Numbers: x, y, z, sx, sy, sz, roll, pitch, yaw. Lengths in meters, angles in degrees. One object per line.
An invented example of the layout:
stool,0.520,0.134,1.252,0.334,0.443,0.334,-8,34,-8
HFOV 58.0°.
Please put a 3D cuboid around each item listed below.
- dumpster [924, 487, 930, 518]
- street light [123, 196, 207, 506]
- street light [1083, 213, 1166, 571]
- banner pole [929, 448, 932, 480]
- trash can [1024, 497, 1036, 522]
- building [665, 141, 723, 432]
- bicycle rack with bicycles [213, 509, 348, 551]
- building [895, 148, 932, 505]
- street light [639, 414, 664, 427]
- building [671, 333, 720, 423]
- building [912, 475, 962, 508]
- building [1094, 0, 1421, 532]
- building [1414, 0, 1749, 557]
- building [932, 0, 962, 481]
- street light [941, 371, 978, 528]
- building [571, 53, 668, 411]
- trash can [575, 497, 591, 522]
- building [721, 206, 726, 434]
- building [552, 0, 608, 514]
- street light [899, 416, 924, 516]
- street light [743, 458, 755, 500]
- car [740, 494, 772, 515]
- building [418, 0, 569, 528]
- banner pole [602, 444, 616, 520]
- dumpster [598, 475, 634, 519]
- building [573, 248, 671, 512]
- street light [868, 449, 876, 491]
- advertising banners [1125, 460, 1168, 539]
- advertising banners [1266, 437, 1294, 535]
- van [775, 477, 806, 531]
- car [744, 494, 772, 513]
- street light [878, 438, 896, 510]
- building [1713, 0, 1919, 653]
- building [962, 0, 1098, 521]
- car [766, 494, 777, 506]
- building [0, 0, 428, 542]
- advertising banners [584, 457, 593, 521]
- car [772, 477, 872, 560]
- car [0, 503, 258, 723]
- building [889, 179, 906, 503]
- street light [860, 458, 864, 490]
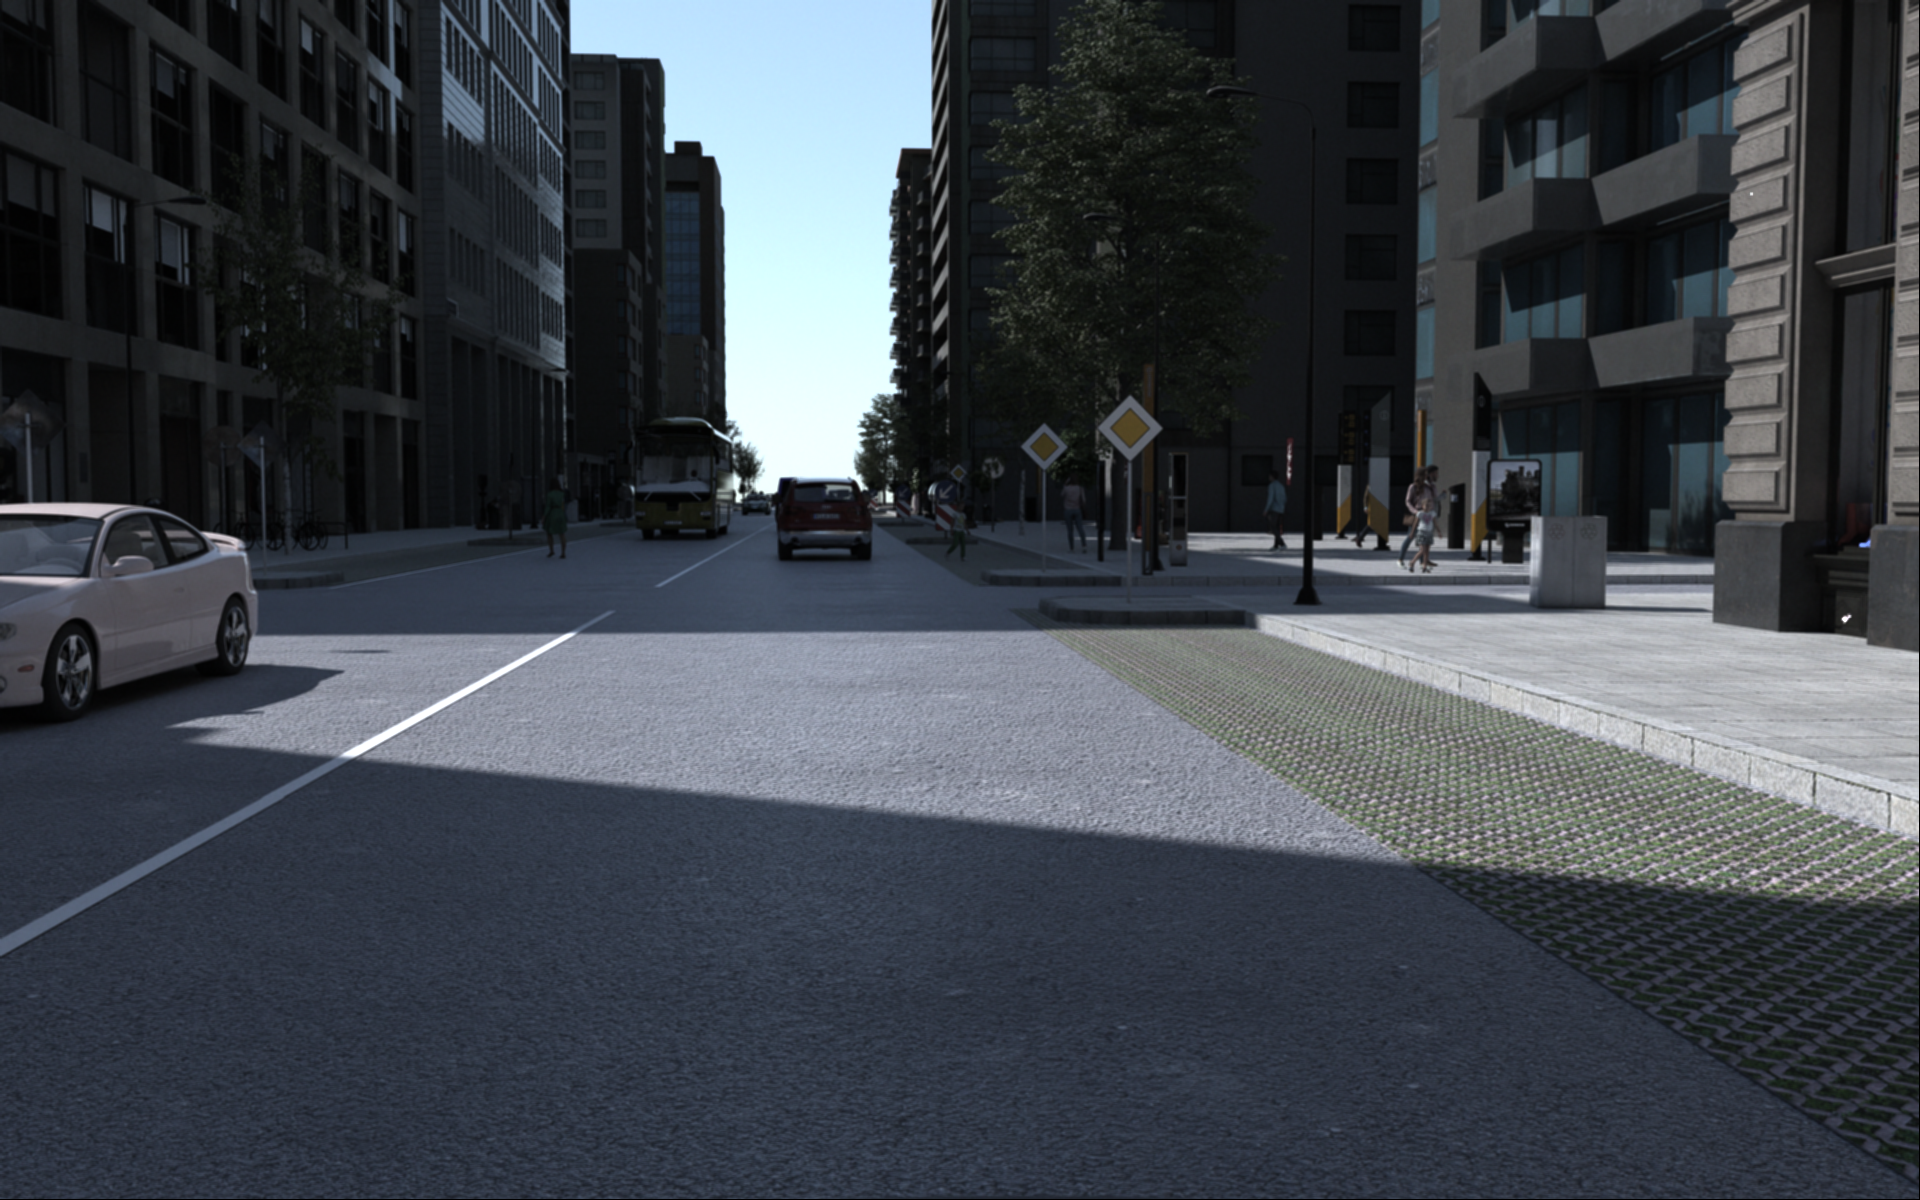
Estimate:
dumpster,-1.267,-5.297,92.362,1.264,1.857,1.865,0,4,-5
street light,-12.447,-3.338,27.124,1.470,5.913,1.316,0,4,-4
street light,2.740,-3.446,28.878,1.470,5.913,1.316,0,4,-4
banner pole,-1.604,-6.408,94.790,0.401,3.779,0.863,-1,4,-14
trash can,3.315,-4.152,79.547,0.748,1.137,0.748,0,3,0
building,-38.046,-35.072,223.542,14.600,45.320,14.200,0,4,-4
bicycle rack with bicycles,-15.535,-1.635,40.121,2.925,0.926,2.852,3,5,41
building,3.170,-34.387,216.849,22.147,44.769,28.867,0,4,-4
street light,-18.397,-8.066,104.427,1.470,5.913,1.316,0,4,-4
building,-42.781,-21.806,201.565,27.650,21.520,28.899,0,4,-4
building,11.774,-28.954,165.274,32.217,40.220,23.993,0,4,-4
building,11.871,-17.908,64.499,14.160,30.474,14.107,0,4,-4
building,27.334,-25.878,42.713,30.456,49.044,23.786,0,4,-4
building,8.953,-31.687,141.786,21.300,48.544,21.600,0,4,-4
street light,-0.027,-5.703,65.783,1.470,5.913,1.316,0,4,-4
building,-34.354,-28.980,157.411,14.154,41.232,14.086,0,4,-4
trash can,-17.460,-4.200,80.328,0.748,1.137,0.748,0,3,0
building,-39.725,-33.938,238.475,14.154,41.232,14.086,0,4,-4
building,-33.542,-41.074,109.815,20.563,71.187,20.611,0,4,-4
street light,-2.967,-8.101,104.984,1.470,5.913,1.316,0,4,-4
street light,-27.402,-15.336,223.283,1.470,5.913,1.316,0,4,-4
car,-14.037,-6.578,119.340,2.131,1.459,4.920,0,4,-4
building,-25.608,-18.396,78.273,11.434,29.767,29.804,0,4,-4
banner pole,-17.578,-5.920,86.806,0.863,3.779,0.401,1,4,19
dumpster,-17.851,-5.317,89.426,1.502,2.255,1.985,0,4,-4
building,-38.214,-17.782,135.775,27.650,21.520,28.899,0,4,-4
street light,-9.351,-13.195,188.278,1.470,5.913,1.316,0,4,-4
advertising banners,5.157,-3.236,49.089,2.074,3.025,0.090,-3,5,-39
advertising banners,9.990,-3.540,54.069,0.090,3.025,2.074,-1,4,-11
van,-5.905,-3.724,65.279,2.240,2.365,5.245,0,4,-4
car,-15.599,-7.470,133.929,2.131,1.459,4.920,0,4,-3
street light,-5.945,-10.402,142.617,1.470,5.913,1.316,0,4,-4
building,12.988,-10.939,7.736,11.050,23.489,19.941,0,4,-4
building,6.944,-24.757,88.379,14.154,41.232,14.086,0,4,-4
car,-20.700,-11.087,190.319,2.155,1.783,4.494,0,4,-4
building,-28.127,-14.780,46.170,19.350,26.468,34.151,0,4,-4
advertising banners,-17.597,-5.247,81.983,0.090,3.025,2.074,-1,4,-21
car,-3.107,-1.867,39.191,2.281,1.827,5.304,0,4,-6
car,-6.578,0.002,12.329,2.083,1.381,4.827,0,4,-3
building,1.234,-38.399,247.427,23.786,49.044,30.456,0,4,-4
street light,-12.322,-15.451,225.168,1.470,5.913,1.316,0,4,-4
